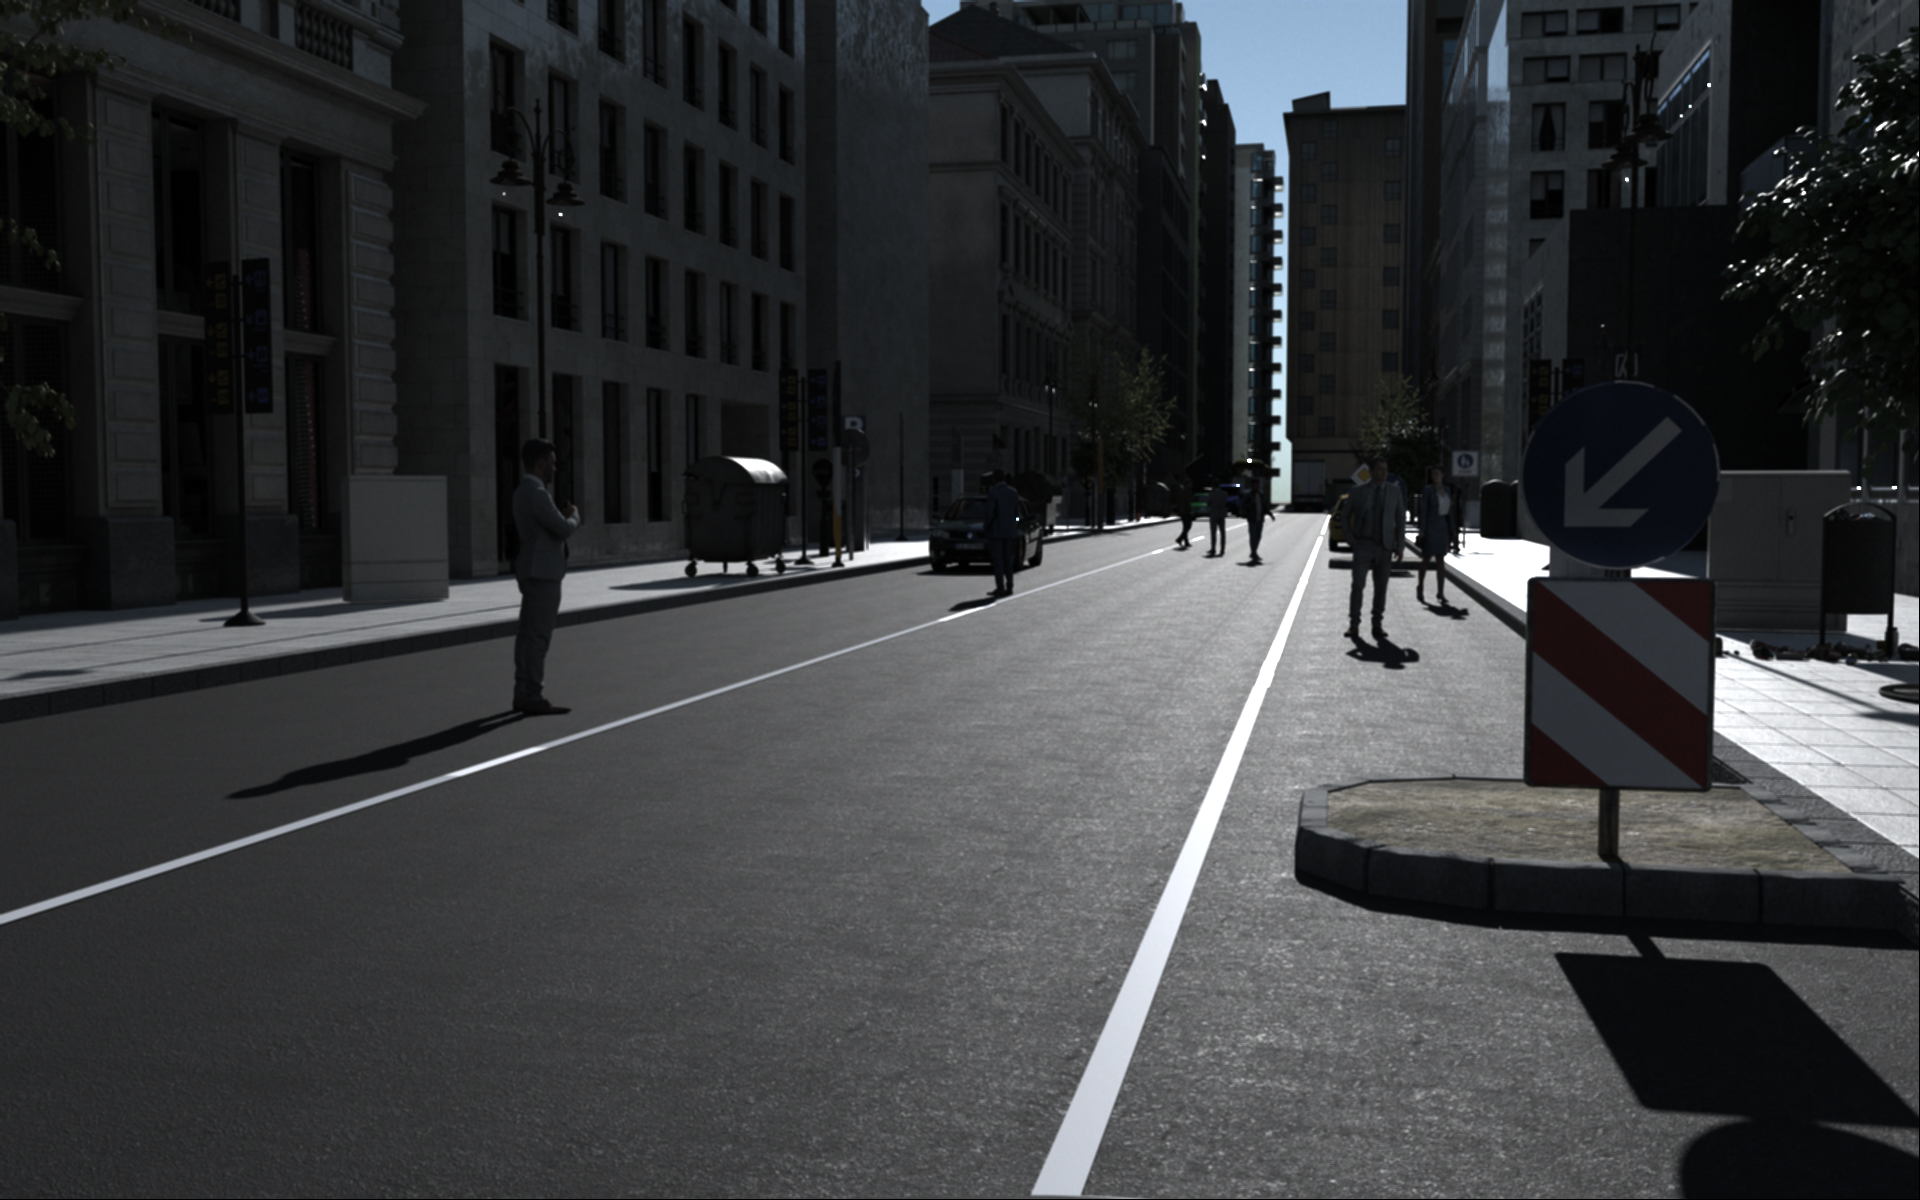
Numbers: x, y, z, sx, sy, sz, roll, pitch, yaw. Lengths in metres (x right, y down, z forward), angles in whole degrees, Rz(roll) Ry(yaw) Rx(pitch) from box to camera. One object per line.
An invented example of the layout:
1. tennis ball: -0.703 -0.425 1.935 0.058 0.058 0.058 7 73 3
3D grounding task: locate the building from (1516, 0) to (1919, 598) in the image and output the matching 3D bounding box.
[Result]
1. building: 23.634 -43.859 29.760 22.319 86.520 31.000 1 4 12

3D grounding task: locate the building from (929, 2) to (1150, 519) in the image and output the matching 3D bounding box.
1. building: 2.984 -19.229 101.782 14.401 28.519 23.554 1 4 12

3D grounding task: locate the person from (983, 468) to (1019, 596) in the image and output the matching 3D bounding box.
1. person: 0.593 -0.969 24.518 0.419 1.800 0.721 3 5 41

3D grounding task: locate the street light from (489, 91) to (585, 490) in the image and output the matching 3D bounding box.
1. street light: -4.933 -2.913 20.411 0.468 5.910 1.993 1 4 12

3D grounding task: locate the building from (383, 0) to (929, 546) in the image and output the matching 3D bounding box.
1. building: -10.315 -12.065 52.021 16.860 20.320 10.420 1 4 12

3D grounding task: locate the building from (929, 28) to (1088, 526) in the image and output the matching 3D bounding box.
1. building: -1.366 -14.900 79.779 11.583 22.565 21.152 1 4 12

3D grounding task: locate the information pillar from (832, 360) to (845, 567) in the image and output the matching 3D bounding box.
1. information pillar: -2.171 -2.400 30.591 0.183 3.616 0.504 -1 4 -11

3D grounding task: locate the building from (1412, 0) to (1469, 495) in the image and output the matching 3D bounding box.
1. building: 46.419 -30.493 148.669 14.600 45.320 14.200 1 4 12

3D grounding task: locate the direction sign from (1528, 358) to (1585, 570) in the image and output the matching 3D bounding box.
1. direction sign: 9.996 -2.269 29.102 0.876 3.537 0.379 2 4 30

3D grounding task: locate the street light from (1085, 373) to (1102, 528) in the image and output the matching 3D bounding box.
1. street light: 5.100 -5.711 66.171 0.468 5.910 1.993 1 4 12

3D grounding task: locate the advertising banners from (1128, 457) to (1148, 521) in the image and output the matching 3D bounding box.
1. advertising banners: 8.416 -5.238 81.823 0.090 3.025 2.074 2 4 31

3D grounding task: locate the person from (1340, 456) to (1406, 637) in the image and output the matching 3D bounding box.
1. person: 4.174 -0.545 17.508 0.635 1.810 0.391 0 4 -2

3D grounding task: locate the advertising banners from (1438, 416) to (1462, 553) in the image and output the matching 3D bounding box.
1. advertising banners: 10.831 -2.579 38.348 0.090 3.025 2.074 0 4 3

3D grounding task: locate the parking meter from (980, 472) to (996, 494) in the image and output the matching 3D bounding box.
1. parking meter: 0.746 -2.449 45.748 0.399 1.863 0.255 -3 5 -39

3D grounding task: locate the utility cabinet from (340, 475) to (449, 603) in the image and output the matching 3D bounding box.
1. utility cabinet: -6.712 -0.728 20.577 1.173 1.500 0.318 -3 4 -38

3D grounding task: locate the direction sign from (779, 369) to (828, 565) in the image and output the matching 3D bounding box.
1. direction sign: -2.844 -2.416 31.505 0.876 3.537 0.379 0 4 3

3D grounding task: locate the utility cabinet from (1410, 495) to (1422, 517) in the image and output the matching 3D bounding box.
1. utility cabinet: 26.024 -5.314 98.038 1.020 1.237 0.306 0 4 -7

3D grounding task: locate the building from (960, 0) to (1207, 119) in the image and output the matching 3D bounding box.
1. building: 12.380 -33.692 170.473 23.786 49.044 30.456 1 4 12

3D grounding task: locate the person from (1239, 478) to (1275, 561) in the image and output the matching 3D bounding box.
1. person: 6.370 -1.745 37.385 0.623 1.781 0.721 -3 5 -41

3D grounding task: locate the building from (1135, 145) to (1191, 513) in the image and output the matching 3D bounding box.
1. building: 8.607 -20.318 125.700 14.314 27.812 24.014 1 4 12

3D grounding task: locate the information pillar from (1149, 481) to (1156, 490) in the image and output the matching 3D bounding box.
1. information pillar: 11.021 -5.788 99.130 0.304 2.012 0.304 0 4 -6

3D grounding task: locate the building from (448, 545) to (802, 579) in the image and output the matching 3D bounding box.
1. building: -10.596 -11.005 34.680 10.420 20.320 16.860 1 4 12

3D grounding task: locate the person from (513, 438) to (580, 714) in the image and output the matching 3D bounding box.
1. person: -2.714 -0.168 11.422 0.466 1.800 0.511 -3 5 -39

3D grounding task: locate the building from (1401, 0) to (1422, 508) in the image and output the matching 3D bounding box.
1. building: 54.006 -38.305 168.279 21.231 58.520 28.212 1 4 12

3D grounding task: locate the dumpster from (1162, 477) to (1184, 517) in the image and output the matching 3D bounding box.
1. dumpster: 11.997 -5.857 98.255 1.502 2.255 1.985 1 4 12

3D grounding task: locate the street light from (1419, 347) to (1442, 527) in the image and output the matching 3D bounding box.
1. street light: 14.832 -4.994 54.444 0.468 5.910 1.993 1 4 12

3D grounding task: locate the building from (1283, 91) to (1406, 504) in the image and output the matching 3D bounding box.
1. building: 57.696 -39.402 233.460 27.495 52.752 28.713 1 4 12

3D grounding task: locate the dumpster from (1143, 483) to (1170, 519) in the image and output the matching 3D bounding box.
1. dumpster: 10.292 -5.200 90.785 1.264 1.857 1.865 1 4 12

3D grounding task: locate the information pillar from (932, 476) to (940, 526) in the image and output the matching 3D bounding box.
1. information pillar: -0.970 -3.963 69.286 0.304 2.012 0.304 0 4 -1

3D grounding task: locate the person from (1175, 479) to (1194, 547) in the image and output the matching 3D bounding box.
1. person: 6.119 -2.351 46.852 0.656 1.842 0.836 3 5 40

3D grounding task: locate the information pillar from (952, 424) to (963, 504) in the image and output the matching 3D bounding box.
1. information pillar: -0.092 -4.074 57.963 0.183 3.616 0.504 -3 5 -42

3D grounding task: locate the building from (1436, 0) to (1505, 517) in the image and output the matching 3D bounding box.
1. building: 33.749 -19.635 98.528 11.434 29.767 29.804 1 4 12

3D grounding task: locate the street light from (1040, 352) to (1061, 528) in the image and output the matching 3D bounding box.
1. street light: 2.963 -5.122 56.540 0.468 5.910 1.993 1 4 12

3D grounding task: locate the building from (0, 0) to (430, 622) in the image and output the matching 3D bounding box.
1. building: -14.648 -11.460 16.243 11.050 23.489 19.941 1 4 12

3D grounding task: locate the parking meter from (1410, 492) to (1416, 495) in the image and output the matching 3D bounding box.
1. parking meter: 26.313 -5.636 100.564 0.372 1.533 0.369 0 3 0

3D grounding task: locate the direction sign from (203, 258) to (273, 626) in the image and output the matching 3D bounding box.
1. direction sign: -7.014 -1.522 16.881 0.876 3.537 0.379 2 4 26

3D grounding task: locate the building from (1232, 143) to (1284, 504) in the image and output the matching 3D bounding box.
1. building: 28.536 -37.734 236.559 30.456 49.044 23.786 1 4 12

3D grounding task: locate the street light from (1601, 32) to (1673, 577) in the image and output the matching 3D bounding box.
1. street light: 6.967 -2.764 17.976 0.468 5.910 1.993 1 4 12

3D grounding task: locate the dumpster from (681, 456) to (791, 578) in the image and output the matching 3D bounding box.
1. dumpster: -3.542 -1.320 27.347 1.264 1.857 1.865 1 4 12

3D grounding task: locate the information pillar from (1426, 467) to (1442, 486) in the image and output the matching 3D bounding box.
1. information pillar: 12.661 -2.557 46.301 0.304 2.012 0.304 -3 5 -39

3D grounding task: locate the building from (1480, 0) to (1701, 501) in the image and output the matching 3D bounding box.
1. building: 29.732 -13.038 67.929 16.860 20.320 10.420 1 4 12

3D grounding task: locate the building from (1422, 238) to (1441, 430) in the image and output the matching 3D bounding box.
1. building: 39.333 -17.578 123.559 11.583 22.565 21.152 1 4 12

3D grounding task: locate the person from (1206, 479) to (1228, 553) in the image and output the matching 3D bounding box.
1. person: 6.213 -2.037 41.989 0.511 1.800 0.466 -2 4 -28

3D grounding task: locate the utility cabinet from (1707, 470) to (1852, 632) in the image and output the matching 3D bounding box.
1. utility cabinet: 7.604 -0.455 16.120 1.173 1.500 0.318 1 4 20

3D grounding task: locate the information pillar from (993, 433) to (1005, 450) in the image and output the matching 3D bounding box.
1. information pillar: 1.466 -4.545 65.662 0.504 3.616 0.183 0 4 7

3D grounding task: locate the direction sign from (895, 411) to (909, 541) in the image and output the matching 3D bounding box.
1. direction sign: -1.608 -3.410 47.756 0.379 3.537 0.876 0 4 1

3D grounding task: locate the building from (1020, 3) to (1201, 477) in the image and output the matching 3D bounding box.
1. building: 12.704 -28.351 147.138 14.154 41.232 14.086 1 4 12

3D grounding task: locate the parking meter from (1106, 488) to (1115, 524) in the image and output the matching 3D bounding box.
1. parking meter: 6.417 -3.994 73.710 0.372 1.533 0.369 0 3 0

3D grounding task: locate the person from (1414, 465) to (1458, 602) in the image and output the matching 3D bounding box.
1. person: 6.348 -0.894 23.148 0.581 1.822 0.654 0 4 -4

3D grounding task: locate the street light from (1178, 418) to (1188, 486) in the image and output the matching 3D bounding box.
1. street light: 13.337 -8.008 103.720 0.468 5.910 1.993 1 4 12

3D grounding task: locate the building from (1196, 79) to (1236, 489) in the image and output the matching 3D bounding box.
1. building: 20.712 -35.366 201.933 21.600 48.544 21.300 1 4 12

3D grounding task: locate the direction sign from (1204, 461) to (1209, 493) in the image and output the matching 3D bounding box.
1. direction sign: 16.767 -7.766 118.963 0.379 3.537 0.876 -3 5 -42

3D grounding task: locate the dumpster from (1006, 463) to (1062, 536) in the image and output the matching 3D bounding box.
1. dumpster: 2.279 -3.130 53.668 1.502 2.255 1.985 1 4 12

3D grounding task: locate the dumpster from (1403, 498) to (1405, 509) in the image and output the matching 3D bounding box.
1. dumpster: 23.963 -5.492 95.561 1.264 1.857 1.865 1 4 12
